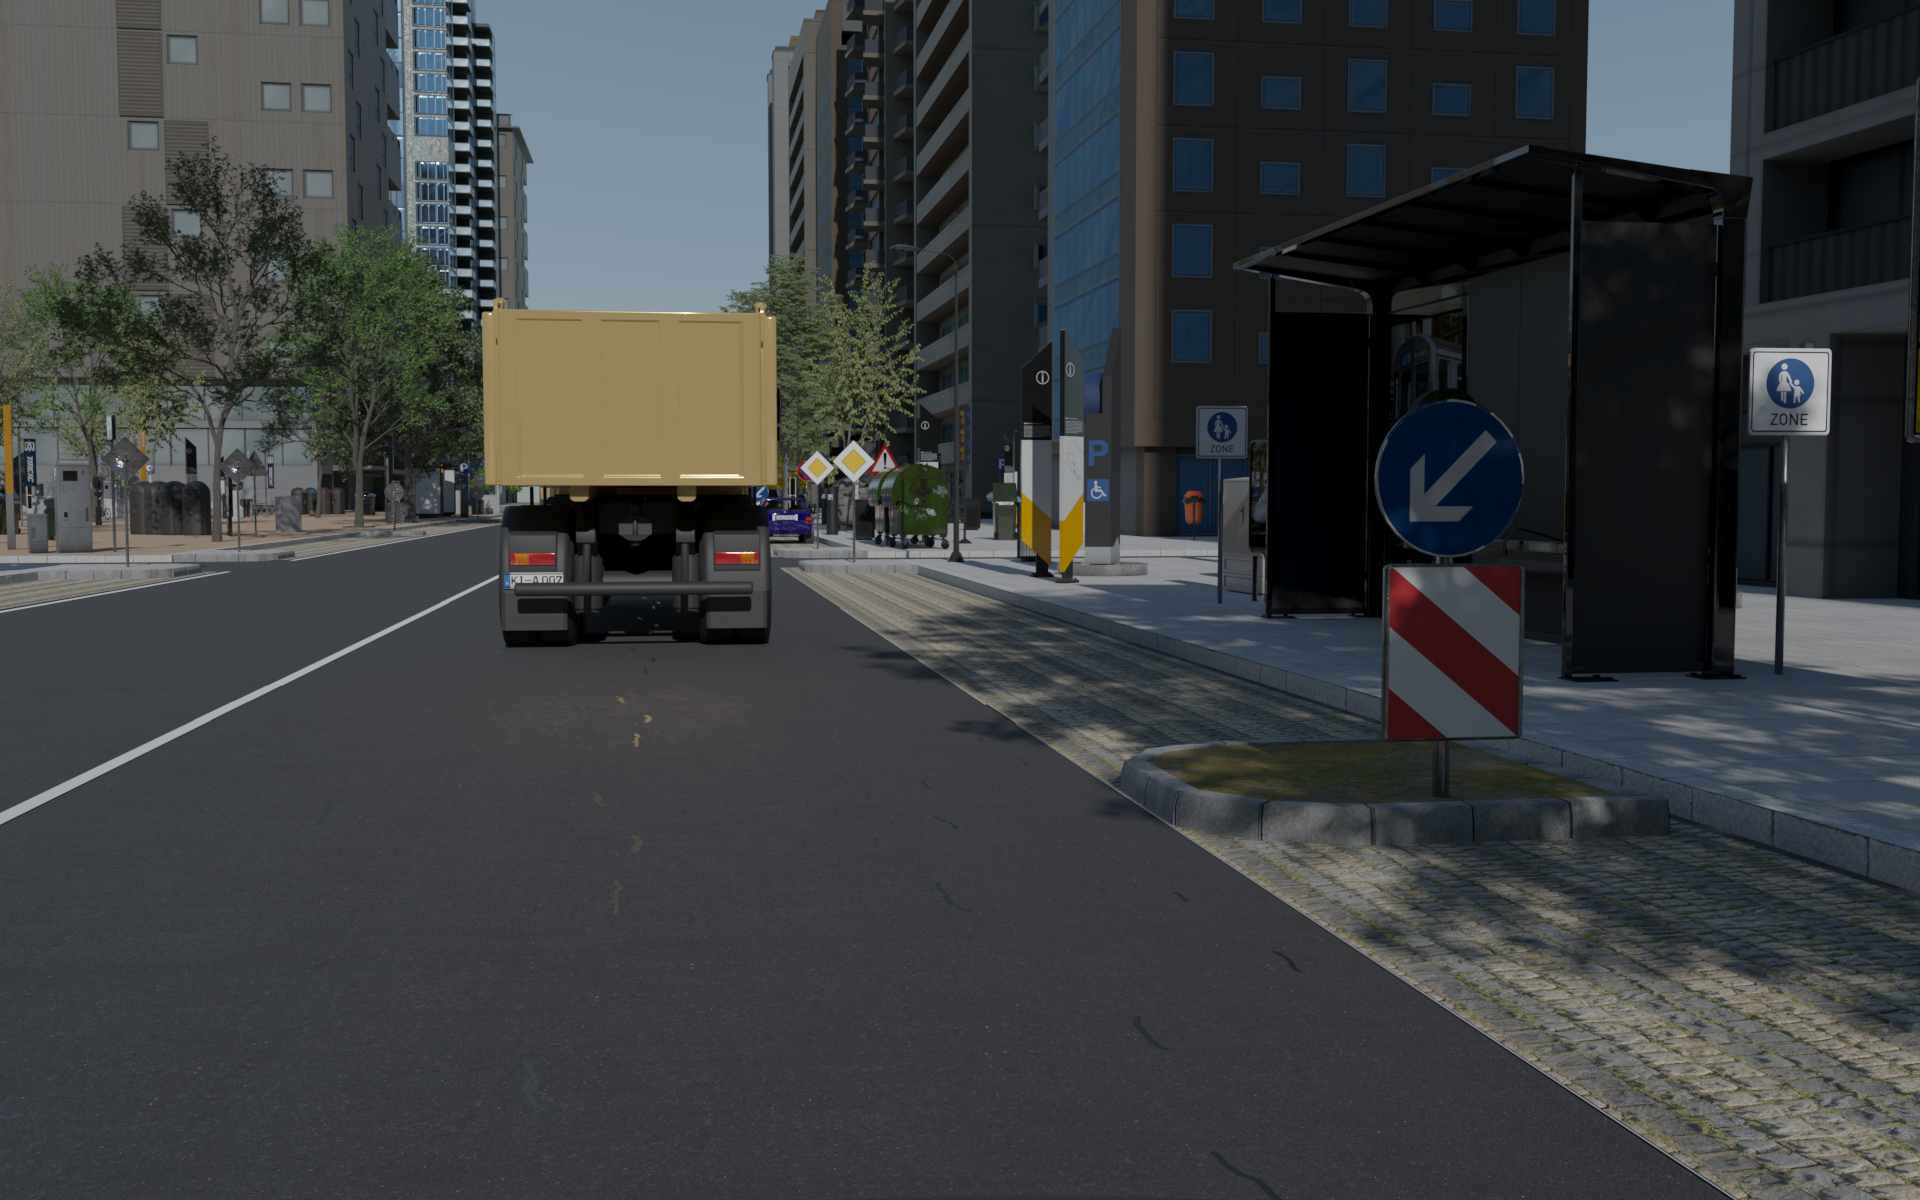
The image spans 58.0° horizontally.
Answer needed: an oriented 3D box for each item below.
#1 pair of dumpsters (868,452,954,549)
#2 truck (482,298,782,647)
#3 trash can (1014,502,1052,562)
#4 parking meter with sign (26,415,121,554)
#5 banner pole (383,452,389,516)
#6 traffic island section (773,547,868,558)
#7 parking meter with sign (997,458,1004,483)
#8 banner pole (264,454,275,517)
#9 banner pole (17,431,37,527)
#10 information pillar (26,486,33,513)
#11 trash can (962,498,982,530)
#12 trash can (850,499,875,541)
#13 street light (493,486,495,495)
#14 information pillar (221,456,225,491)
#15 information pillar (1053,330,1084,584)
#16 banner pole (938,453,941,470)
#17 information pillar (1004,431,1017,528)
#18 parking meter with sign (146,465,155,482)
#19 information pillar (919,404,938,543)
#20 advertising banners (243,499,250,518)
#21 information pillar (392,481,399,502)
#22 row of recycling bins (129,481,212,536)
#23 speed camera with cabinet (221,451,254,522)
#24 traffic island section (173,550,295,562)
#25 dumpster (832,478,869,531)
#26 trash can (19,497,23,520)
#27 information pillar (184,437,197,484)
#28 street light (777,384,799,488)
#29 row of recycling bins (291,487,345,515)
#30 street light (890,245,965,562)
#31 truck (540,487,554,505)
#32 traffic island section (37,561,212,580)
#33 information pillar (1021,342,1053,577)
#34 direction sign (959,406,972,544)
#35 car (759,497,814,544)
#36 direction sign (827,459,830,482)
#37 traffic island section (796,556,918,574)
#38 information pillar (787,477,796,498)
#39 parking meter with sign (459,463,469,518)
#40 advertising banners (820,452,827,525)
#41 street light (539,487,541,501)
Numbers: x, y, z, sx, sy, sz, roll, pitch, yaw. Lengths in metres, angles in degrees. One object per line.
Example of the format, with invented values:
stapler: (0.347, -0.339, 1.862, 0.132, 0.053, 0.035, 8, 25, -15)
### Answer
pair of dumpsters: (-1.206, -2.418, 42.020, 1.574, 2.255, 4.437, -1, 4, -10)
truck: (-3.615, -1.474, 20.023, 3.469, 3.379, 9.791, -1, 4, -9)
trash can: (1.384, -1.299, 32.894, 0.748, 1.137, 0.748, 0, 3, 0)
parking meter with sign: (-19.386, -2.540, 37.791, 1.738, 3.016, 0.543, -3, 4, -37)
banner pole: (-33.998, -6.893, 102.720, 0.401, 3.779, 0.863, -3, 4, -37)
traffic island section: (-3.287, -1.101, 40.282, 2.009, 0.180, 2.903, -1, 4, -10)
parking meter with sign: (2.258, -5.455, 85.452, 0.543, 3.016, 1.738, 1, 4, 12)
banner pole: (-38.444, -6.503, 96.333, 0.863, 3.779, 0.401, 2, 4, 24)
banner pole: (-36.996, -4.809, 68.643, 0.401, 3.779, 0.863, 3, 4, 39)
information pillar: (-52.765, -5.732, 98.204, 0.304, 2.012, 0.304, -3, 4, -38)
trash can: (0.429, -3.050, 61.517, 0.748, 1.137, 0.748, 0, 3, 0)
trash can: (-2.659, -2.224, 48.011, 0.748, 1.137, 0.748, 0, 3, 0)
street light: (-30.013, -8.621, 113.500, 1.470, 5.913, 1.316, -1, 4, -10)
information pillar: (-45.004, -6.976, 105.408, 0.504, 3.616, 0.183, -3, 5, -42)
information pillar: (1.599, -2.053, 24.929, 0.183, 3.616, 0.504, 3, 5, 40)
banner pole: (-1.410, -6.300, 93.022, 0.863, 3.779, 0.401, -1, 4, -15)
information pillar: (1.923, -4.657, 67.489, 0.504, 3.616, 0.183, 3, 4, 38)
parking meter with sign: (-47.889, -6.496, 102.467, 0.543, 3.016, 1.738, -2, 4, -26)
information pillar: (-0.817, -3.278, 44.947, 0.504, 3.616, 0.183, 0, 4, 5)
advertising banners: (-39.137, -6.058, 95.228, 0.090, 3.025, 2.074, 0, 4, -7)
information pillar: (-31.521, -5.643, 96.749, 0.304, 2.012, 0.304, -3, 5, -39)
row of recycling bins: (-24.842, -2.893, 54.410, 3.534, 1.692, 1.069, 2, 4, 32)
speed camera with cabinet: (-33.237, -5.220, 79.685, 2.038, 3.252, 0.660, 3, 4, 38)
traffic island section: (-15.902, -0.972, 38.169, 2.009, 0.180, 2.903, -1, 4, -10)
dumpster: (-3.816, -3.338, 60.333, 1.264, 1.857, 1.865, -1, 4, -10)
trash can: (-47.030, -4.563, 86.257, 0.748, 1.137, 0.748, 0, 3, 0)
information pillar: (-31.665, -4.892, 71.331, 0.183, 3.616, 0.504, 2, 4, 34)
street light: (-7.333, -6.121, 72.613, 1.470, 5.913, 1.316, -1, 4, -10)
row of recycling bins: (-39.974, -6.155, 107.744, 1.069, 1.692, 3.534, 3, 4, 37)
street light: (-0.605, -3.668, 32.509, 1.470, 5.913, 1.316, -1, 4, -10)
truck: (-21.214, -5.992, 93.894, 3.469, 3.379, 9.791, -1, 4, -10)
traffic island section: (-14.576, -0.490, 30.295, 2.009, 0.180, 2.903, -1, 4, -10)
information pillar: (1.187, -2.159, 26.658, 0.504, 3.616, 0.183, -1, 4, -12)
direction sign: (0.121, -3.229, 44.799, 0.379, 3.537, 0.876, 1, 4, 18)
car: (-5.240, -2.329, 50.654, 1.945, 1.354, 3.894, -1, 4, -10)
direction sign: (-8.171, -7.357, 112.287, 0.876, 3.537, 0.379, 0, 4, -1)
traffic island section: (-1.961, -0.619, 32.407, 2.009, 0.180, 2.903, -1, 4, -10)
information pillar: (-7.382, -4.373, 75.990, 0.304, 2.012, 0.304, -2, 4, -25)
parking meter with sign: (-27.342, -6.070, 95.498, 0.543, 3.016, 1.738, -1, 4, -15)
advertising banners: (-5.441, -4.646, 72.146, 0.090, 3.025, 2.074, -2, 4, -28)
street light: (-37.002, -11.146, 154.776, 1.470, 5.913, 1.316, -1, 4, -10)
